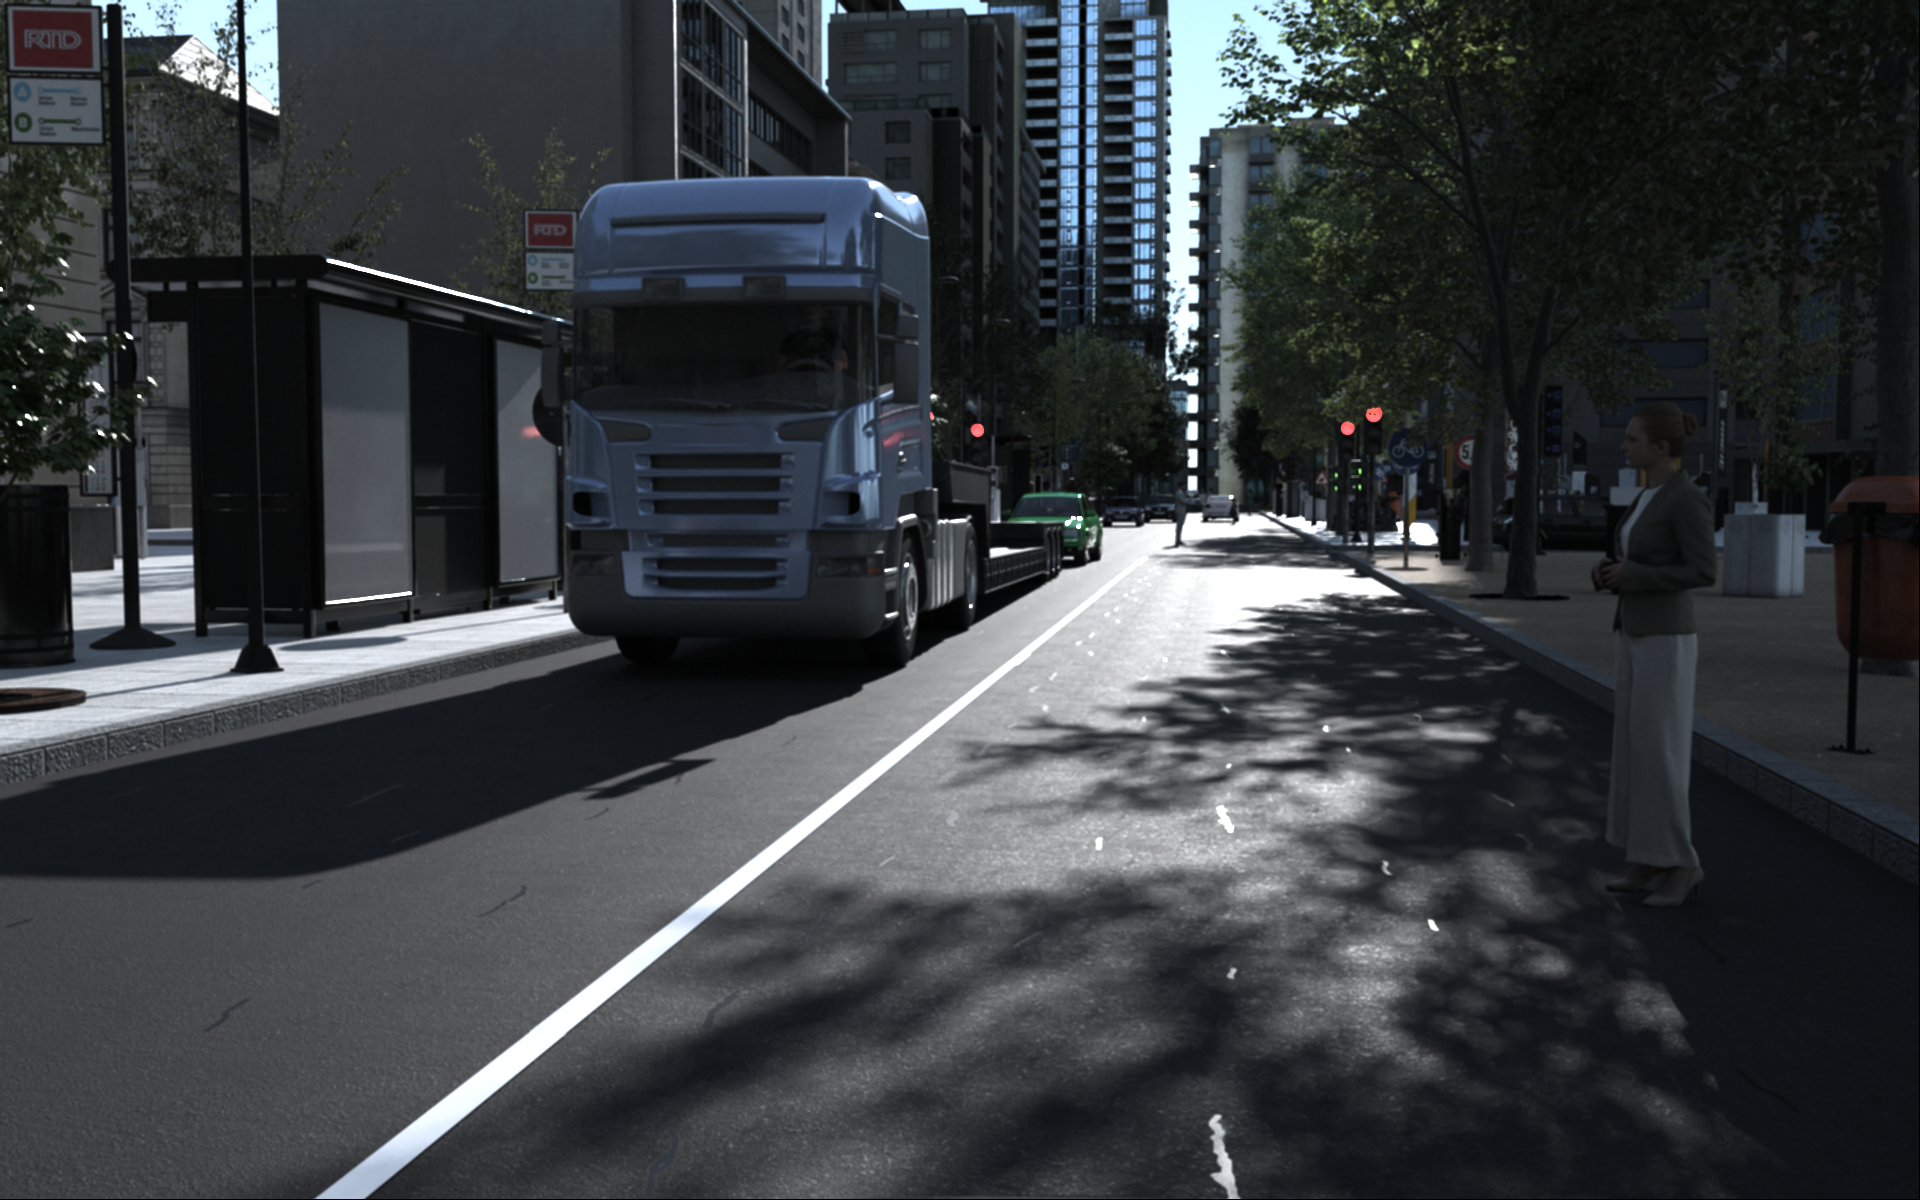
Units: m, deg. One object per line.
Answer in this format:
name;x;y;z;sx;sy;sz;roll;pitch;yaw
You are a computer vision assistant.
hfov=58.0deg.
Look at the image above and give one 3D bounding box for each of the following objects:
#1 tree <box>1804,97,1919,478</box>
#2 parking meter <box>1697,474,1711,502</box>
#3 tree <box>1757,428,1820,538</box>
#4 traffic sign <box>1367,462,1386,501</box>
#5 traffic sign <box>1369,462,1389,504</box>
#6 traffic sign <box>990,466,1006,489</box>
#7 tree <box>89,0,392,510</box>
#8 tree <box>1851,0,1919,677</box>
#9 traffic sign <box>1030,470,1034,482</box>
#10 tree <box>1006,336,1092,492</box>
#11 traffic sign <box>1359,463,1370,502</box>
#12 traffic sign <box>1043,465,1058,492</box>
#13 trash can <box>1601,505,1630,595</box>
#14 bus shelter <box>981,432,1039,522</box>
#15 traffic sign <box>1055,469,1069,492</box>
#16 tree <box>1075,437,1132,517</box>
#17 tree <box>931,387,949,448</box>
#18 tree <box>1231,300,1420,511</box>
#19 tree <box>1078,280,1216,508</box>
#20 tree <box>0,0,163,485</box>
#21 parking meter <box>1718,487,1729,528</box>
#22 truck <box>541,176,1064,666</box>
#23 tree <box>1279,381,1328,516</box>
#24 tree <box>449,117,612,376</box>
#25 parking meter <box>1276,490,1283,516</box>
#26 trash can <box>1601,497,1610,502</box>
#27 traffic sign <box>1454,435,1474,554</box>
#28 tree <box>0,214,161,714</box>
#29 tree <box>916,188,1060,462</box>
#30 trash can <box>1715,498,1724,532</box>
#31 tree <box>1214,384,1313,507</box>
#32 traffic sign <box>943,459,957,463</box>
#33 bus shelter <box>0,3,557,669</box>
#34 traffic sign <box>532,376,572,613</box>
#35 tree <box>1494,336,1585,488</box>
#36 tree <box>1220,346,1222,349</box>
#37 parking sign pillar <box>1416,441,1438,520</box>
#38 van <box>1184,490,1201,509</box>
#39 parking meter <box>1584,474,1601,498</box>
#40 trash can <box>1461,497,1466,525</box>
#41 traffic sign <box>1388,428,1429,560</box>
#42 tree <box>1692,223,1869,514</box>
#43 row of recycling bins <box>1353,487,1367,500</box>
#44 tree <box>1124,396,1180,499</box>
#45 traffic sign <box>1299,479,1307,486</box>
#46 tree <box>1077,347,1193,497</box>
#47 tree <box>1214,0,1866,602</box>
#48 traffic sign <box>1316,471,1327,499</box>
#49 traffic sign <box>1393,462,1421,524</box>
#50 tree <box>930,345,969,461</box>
tree;16.663;-4.831;29.344;4.360;8.622;3.978;0;3;0
parking meter;21.071;-2.656;49.143;0.399;1.863;0.255;1;4;20
tree;24.600;-3.466;51.267;1.663;3.219;1.824;0;3;0
traffic sign;16.770;-4.267;69.870;0.768;2.556;0.104;1;4;10
traffic sign;17.064;-4.332;70.839;0.884;2.594;0.081;1;4;13
traffic sign;1.390;-3.758;63.565;0.606;2.300;0.079;1;4;17
tree;-10.443;-4.557;24.874;4.360;8.622;3.978;0;3;0
tree;6.274;-5.746;12.071;7.486;12.596;7.792;0;3;0
traffic sign;3.471;-5.427;88.838;0.768;2.556;0.104;1;4;17
tree;4.302;-8.018;81.453;4.737;8.622;4.395;0;3;0
traffic sign;16.815;-4.361;71.405;0.768;2.556;0.104;1;4;17
traffic sign;4.048;-4.682;76.658;0.768;2.556;0.104;1;4;15
trash can;8.574;-0.641;22.128;0.748;1.137;0.748;0;3;0
bus shelter;1.963;-4.761;69.130;1.731;3.624;6.357;1;4;9
traffic sign;4.239;-4.268;71.918;0.606;2.300;0.079;1;4;9
tree;8.193;-7.044;98.876;4.285;4.588;4.351;0;3;0
tree;-1.872;-3.105;34.479;4.285;4.588;4.351;0;3;0
tree;17.107;-8.787;78.088;7.601;10.594;8.767;0;4;-4
tree;17.466;-18.058;151.142;12.611;20.169;13.585;0;3;0
tree;-10.963;-4.206;19.125;4.737;8.622;4.395;0;3;0
parking meter;29.323;-3.557;66.567;0.372;1.533;0.369;0;3;0
truck;-0.643;-1.937;21.432;2.967;4.110;18.799;0;4;8
tree;20.361;-9.291;102.267;4.737;8.622;4.395;0;3;0
tree;-8.530;-5.151;34.585;4.360;8.622;3.978;0;3;0
parking meter;18.358;-5.574;99.543;0.372;1.533;0.369;0;3;0
trash can;29.213;-4.051;77.884;0.748;1.137;0.748;0;3;0
traffic sign;10.982;-2.268;37.180;0.768;2.556;0.104;1;4;18
tree;-5.819;-0.960;10.291;1.663;3.219;1.824;0;3;0
tree;-0.335;-7.245;52.873;8.767;10.594;7.601;-3;5;-43
trash can;25.372;-2.864;58.472;0.748;1.137;0.748;0;3;0
tree;30.451;-16.064;173.009;12.009;13.543;11.850;0;3;0
traffic sign;-0.403;-3.793;62.122;0.768;2.556;0.104;1;4;14
bus shelter;-6.328;-2.395;16.788;2.179;5.291;8.768;1;4;9
traffic sign;-4.254;-1.136;18.673;0.768;2.556;0.104;1;4;11
tree;23.442;-7.409;71.505;4.737;8.622;4.395;0;3;0
tree;13.313;-8.897;63.600;7.486;12.596;7.792;0;3;0
parking sign pillar;23.631;-6.068;87.690;1.447;3.967;1.447;-3;5;-42
van;22.131;-9.678;165.246;2.013;2.044;4.112;0;4;7
parking meter;18.271;-2.712;50.059;0.399;1.863;0.255;0;4;-1
trash can;20.867;-3.739;72.782;0.748;1.137;0.748;0;3;0
traffic sign;8.655;-2.044;33.526;0.768;2.556;0.104;1;4;10
tree;21.140;-5.823;45.561;4.737;8.622;4.395;0;3;0
row of recycling bins;21.489;-5.293;93.652;1.069;1.692;3.534;1;4;10
tree;19.515;-16.072;180.910;7.486;12.596;7.792;0;3;0
traffic sign;21.669;-6.754;110.427;0.884;2.594;0.081;1;4;15
tree;13.483;-13.366;135.546;9.611;12.733;9.660;0;3;0
tree;6.770;-5.808;20.710;9.928;11.665;9.643;0;3;0
traffic sign;19.810;-5.803;94.876;0.884;2.594;0.081;1;4;17
traffic sign;12.368;-2.929;47.989;0.768;2.556;0.104;1;4;16
tree;-1.696;-8.181;84.128;4.737;8.622;4.395;0;3;0
